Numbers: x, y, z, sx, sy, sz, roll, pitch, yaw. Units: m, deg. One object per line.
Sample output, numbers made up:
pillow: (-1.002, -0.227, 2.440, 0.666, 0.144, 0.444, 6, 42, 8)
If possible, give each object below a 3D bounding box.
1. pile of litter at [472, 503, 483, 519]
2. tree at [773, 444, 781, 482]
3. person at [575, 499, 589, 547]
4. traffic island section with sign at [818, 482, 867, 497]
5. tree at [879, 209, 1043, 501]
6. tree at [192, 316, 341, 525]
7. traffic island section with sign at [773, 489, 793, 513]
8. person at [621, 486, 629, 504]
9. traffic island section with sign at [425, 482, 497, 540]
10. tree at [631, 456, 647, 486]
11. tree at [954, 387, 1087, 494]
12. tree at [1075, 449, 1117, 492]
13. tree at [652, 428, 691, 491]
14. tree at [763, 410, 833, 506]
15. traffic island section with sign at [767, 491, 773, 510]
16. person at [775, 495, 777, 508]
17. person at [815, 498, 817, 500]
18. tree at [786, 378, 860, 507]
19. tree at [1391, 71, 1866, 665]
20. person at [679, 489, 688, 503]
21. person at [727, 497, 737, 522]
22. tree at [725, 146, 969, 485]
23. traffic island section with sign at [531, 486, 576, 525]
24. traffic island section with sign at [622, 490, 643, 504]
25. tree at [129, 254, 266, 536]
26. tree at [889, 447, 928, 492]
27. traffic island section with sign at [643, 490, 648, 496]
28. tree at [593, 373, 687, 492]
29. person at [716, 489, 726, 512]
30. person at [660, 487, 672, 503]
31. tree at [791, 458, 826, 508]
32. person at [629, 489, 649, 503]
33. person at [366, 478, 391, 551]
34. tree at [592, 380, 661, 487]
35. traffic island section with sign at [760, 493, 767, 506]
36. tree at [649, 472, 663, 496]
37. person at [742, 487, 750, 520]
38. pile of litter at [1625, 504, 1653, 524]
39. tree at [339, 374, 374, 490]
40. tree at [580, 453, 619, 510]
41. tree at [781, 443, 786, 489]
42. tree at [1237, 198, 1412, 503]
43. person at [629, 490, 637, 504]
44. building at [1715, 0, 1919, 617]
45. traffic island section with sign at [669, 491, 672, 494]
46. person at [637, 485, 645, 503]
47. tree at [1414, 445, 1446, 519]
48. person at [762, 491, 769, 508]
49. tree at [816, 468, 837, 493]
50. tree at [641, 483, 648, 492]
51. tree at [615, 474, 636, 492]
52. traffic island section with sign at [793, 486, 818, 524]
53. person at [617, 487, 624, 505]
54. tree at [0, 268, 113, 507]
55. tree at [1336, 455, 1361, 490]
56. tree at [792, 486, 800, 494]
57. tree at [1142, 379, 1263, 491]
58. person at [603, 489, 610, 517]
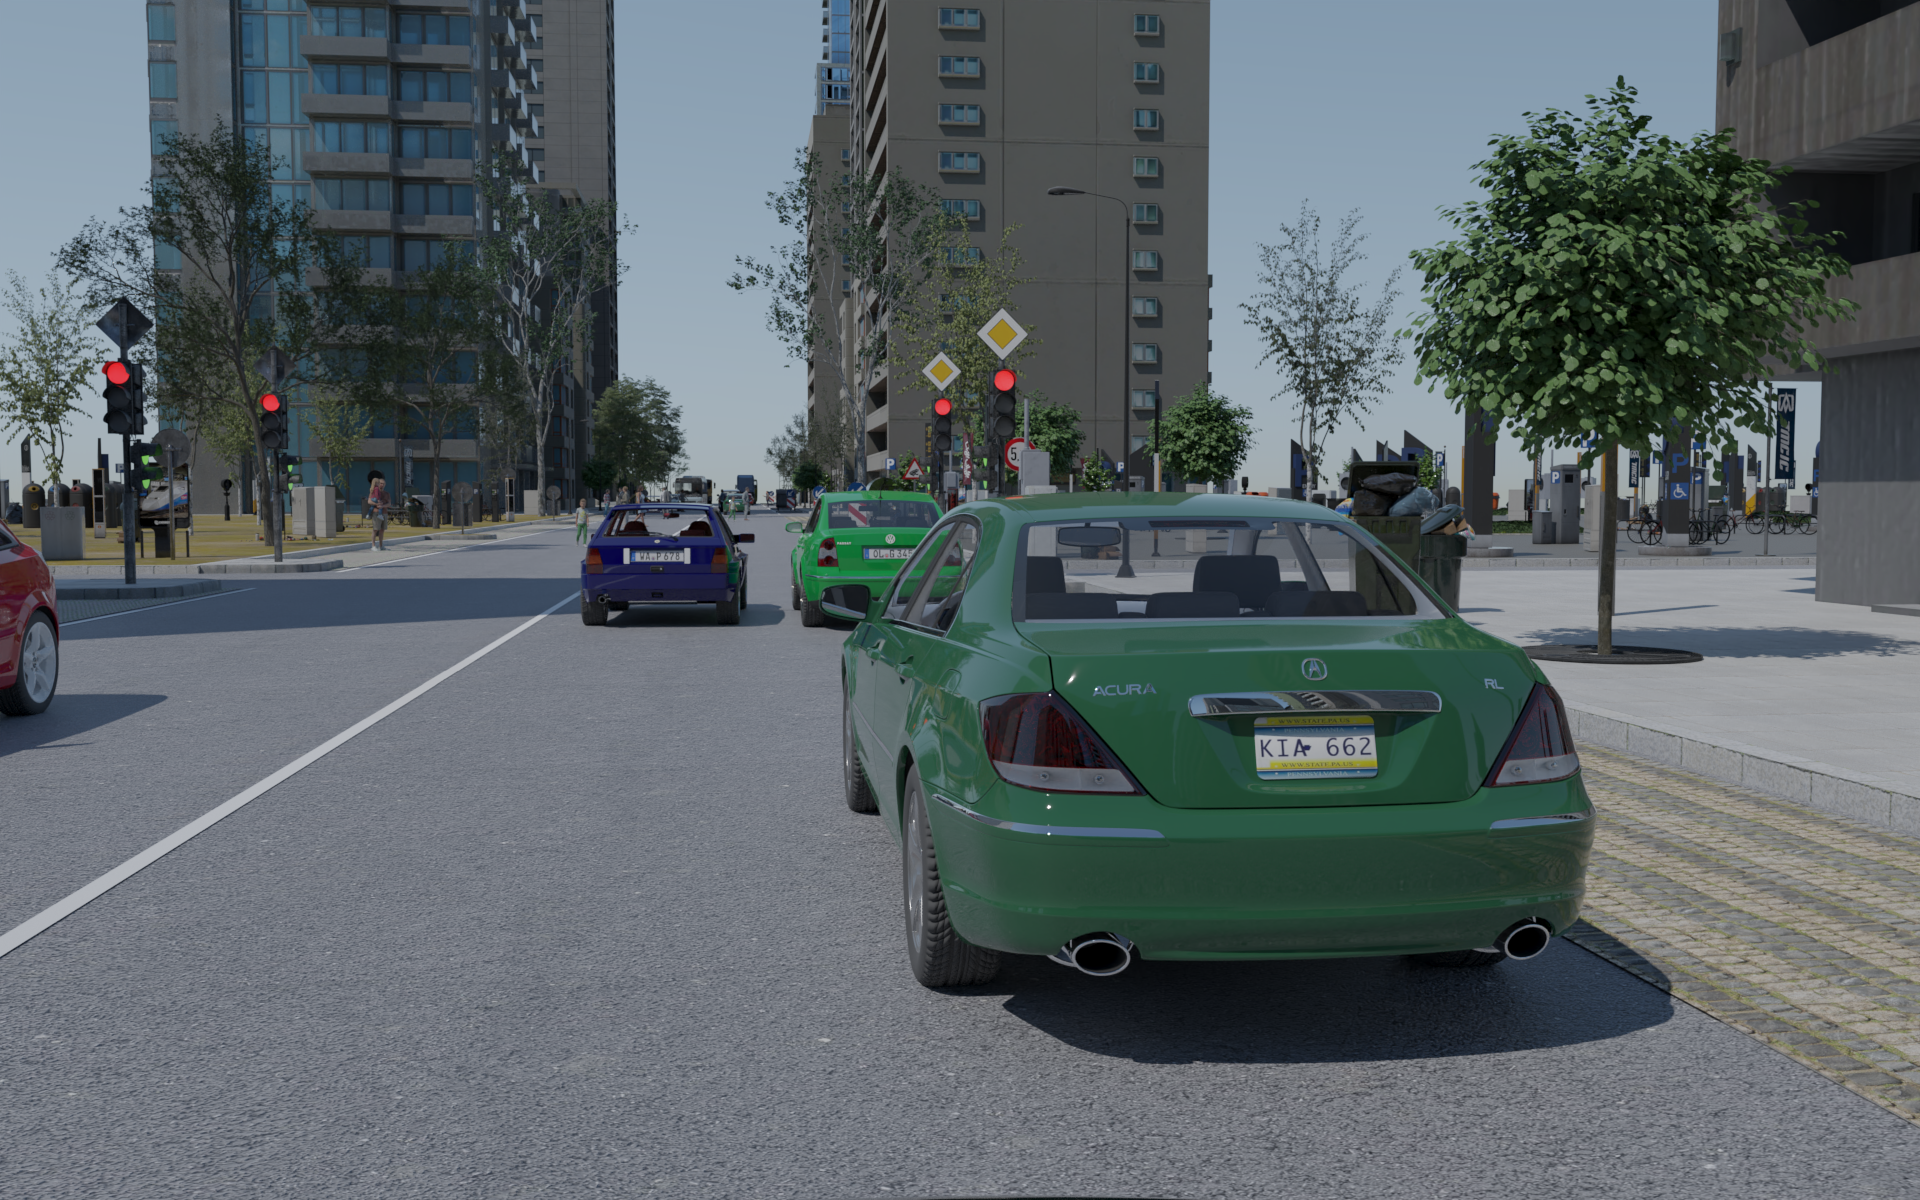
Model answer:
pile of litter: (-25.695, -4.691, 90.657, 1.176, 0.858, 1.719, -3, 5, -39)
tree: (-22.502, -17.085, 229.698, 4.360, 8.622, 3.978, 0, 3, 0)
person: (-10.205, -2.079, 46.741, 0.306, 1.304, 0.590, -2, 4, -35)
traffic island section with sign: (-3.541, -2.956, 56.966, 1.989, 1.847, 2.006, 0, 4, -7)
tree: (0.270, -5.749, 44.360, 4.737, 8.622, 4.395, 0, 3, 0)
tree: (-28.778, -7.352, 70.560, 4.737, 8.622, 4.395, 0, 3, 0)
traffic island section with sign: (-13.077, -7.573, 132.452, 1.989, 1.847, 2.006, 0, 4, -7)
person: (-14.344, -3.980, 74.114, 0.362, 1.759, 0.519, 0, 4, 2)
traffic island section with sign: (-15.653, -2.802, 54.446, 1.989, 1.847, 2.006, 0, 4, -7)
tree: (-36.167, -15.052, 196.457, 4.360, 8.622, 3.978, 0, 3, 0)
tree: (2.272, -4.258, 53.324, 4.285, 4.588, 4.351, 0, 3, 0)
tree: (5.403, -4.679, 71.099, 1.663, 3.219, 1.824, 0, 3, 0)
tree: (-45.018, -20.765, 265.263, 9.928, 11.665, 9.643, 0, 3, 0)
tree: (-17.753, -15.730, 191.598, 8.767, 10.594, 7.601, 0, 4, 2)
traffic island section with sign: (-16.450, -9.209, 159.196, 1.989, 1.847, 2.006, 0, 4, -7)
person: (-18.692, -10.298, 177.816, 0.756, 1.711, 0.436, -3, 4, -37)
person: (-8.079, -5.189, 97.610, 0.475, 1.303, 0.640, -2, 4, -24)
tree: (-7.820, -9.693, 108.839, 4.360, 8.622, 3.978, 0, 3, 0)
tree: (5.113, -1.821, 13.492, 4.285, 4.588, 4.351, 0, 3, 0)
person: (-21.994, -7.893, 137.559, 0.705, 1.824, 1.348, 1, 4, 19)
person: (-11.807, -4.711, 89.773, 0.590, 1.304, 0.306, 2, 4, 35)
tree: (-6.203, -14.620, 94.931, 12.611, 20.169, 13.585, 0, 3, 0)
traffic island section with sign: (-19.021, -4.438, 81.191, 1.989, 1.847, 2.006, 0, 4, -7)
traffic island section with sign: (-25.434, -7.545, 131.988, 1.989, 1.847, 2.006, 0, 4, -7)
tree: (-23.794, -6.311, 53.547, 4.360, 8.622, 3.978, 0, 3, 0)
tree: (-2.112, -4.536, 68.757, 1.663, 3.219, 1.824, 0, 3, 0)
traffic island section with sign: (-28.818, -9.181, 158.730, 1.989, 1.847, 2.006, 0, 4, -7)
tree: (-33.959, -16.916, 183.227, 9.857, 13.997, 8.962, 0, 3, 0)
person: (-18.593, -7.754, 135.266, 0.705, 1.826, 1.348, 1, 4, 23)
person: (-16.630, -5.465, 97.954, 0.679, 1.850, 0.850, -1, 4, -18)
tree: (-13.478, -10.563, 156.422, 4.285, 4.588, 4.351, 0, 3, 0)
person: (-20.343, -6.191, 109.810, 1.348, 1.812, 0.705, 0, 4, 4)
person: (-14.599, -2.141, 43.476, 0.573, 1.828, 0.580, 0, 4, -5)
tree: (-33.714, -15.526, 171.979, 7.486, 12.596, 7.792, 0, 3, 0)
traffic island section with sign: (-26.925, -14.283, 242.158, 1.989, 1.847, 2.006, 0, 4, -7)
tree: (-37.080, -15.734, 207.604, 4.737, 8.622, 4.395, 0, 3, 0)
person: (-11.661, -5.256, 94.542, 0.391, 1.810, 0.635, 0, 4, 2)
pile of litter: (28.941, -3.668, 73.938, 1.719, 0.858, 1.176, -2, 4, -35)
tree: (-37.317, -9.368, 103.529, 4.737, 8.622, 4.395, 0, 3, 0)
tree: (-29.127, -9.538, 139.655, 4.285, 4.588, 4.351, 0, 3, 0)
tree: (-14.846, -13.418, 169.753, 4.360, 8.622, 3.978, 0, 3, 0)
tree: (9.165, -5.733, 44.105, 4.360, 8.622, 3.978, 0, 3, 0)
person: (-22.529, -6.805, 120.486, 0.721, 1.735, 1.217, 3, 5, 43)
building: (15.870, -15.036, 17.534, 14.160, 30.474, 14.107, 0, 4, -7)
traffic island section with sign: (-39.057, -14.139, 239.805, 1.989, 1.847, 2.006, 0, 4, -7)
person: (-14.033, -4.115, 75.866, 0.778, 1.811, 0.616, 1, 4, 8)
tree: (18.247, -4.507, 68.293, 1.663, 3.219, 1.824, 0, 3, 0)
person: (-20.199, -10.467, 180.160, 0.750, 1.759, 0.617, 0, 4, -1)
tree: (-9.755, -8.164, 128.087, 1.663, 3.219, 1.824, 0, 3, 0)
tree: (-37.232, -12.745, 202.989, 1.663, 3.219, 1.824, 0, 3, 0)
tree: (-31.476, -10.252, 162.224, 1.663, 3.219, 1.824, 0, 3, 0)
traffic island section with sign: (-6.926, -4.592, 83.709, 1.989, 1.847, 2.006, 0, 4, -7)
person: (-19.582, -5.617, 100.309, 0.822, 1.834, 0.622, -3, 4, -37)
tree: (-29.394, -6.441, 55.674, 4.737, 8.622, 4.395, 0, 3, 0)
tree: (18.926, -5.436, 83.485, 1.663, 3.219, 1.824, 0, 3, 0)
tree: (-20.909, -13.991, 223.350, 1.663, 3.219, 1.824, 0, 3, 0)
tree: (6.920, -4.003, 49.158, 4.285, 4.588, 4.351, 0, 3, 0)
person: (-21.937, -6.003, 107.485, 0.643, 1.720, 0.563, -2, 4, -35)
